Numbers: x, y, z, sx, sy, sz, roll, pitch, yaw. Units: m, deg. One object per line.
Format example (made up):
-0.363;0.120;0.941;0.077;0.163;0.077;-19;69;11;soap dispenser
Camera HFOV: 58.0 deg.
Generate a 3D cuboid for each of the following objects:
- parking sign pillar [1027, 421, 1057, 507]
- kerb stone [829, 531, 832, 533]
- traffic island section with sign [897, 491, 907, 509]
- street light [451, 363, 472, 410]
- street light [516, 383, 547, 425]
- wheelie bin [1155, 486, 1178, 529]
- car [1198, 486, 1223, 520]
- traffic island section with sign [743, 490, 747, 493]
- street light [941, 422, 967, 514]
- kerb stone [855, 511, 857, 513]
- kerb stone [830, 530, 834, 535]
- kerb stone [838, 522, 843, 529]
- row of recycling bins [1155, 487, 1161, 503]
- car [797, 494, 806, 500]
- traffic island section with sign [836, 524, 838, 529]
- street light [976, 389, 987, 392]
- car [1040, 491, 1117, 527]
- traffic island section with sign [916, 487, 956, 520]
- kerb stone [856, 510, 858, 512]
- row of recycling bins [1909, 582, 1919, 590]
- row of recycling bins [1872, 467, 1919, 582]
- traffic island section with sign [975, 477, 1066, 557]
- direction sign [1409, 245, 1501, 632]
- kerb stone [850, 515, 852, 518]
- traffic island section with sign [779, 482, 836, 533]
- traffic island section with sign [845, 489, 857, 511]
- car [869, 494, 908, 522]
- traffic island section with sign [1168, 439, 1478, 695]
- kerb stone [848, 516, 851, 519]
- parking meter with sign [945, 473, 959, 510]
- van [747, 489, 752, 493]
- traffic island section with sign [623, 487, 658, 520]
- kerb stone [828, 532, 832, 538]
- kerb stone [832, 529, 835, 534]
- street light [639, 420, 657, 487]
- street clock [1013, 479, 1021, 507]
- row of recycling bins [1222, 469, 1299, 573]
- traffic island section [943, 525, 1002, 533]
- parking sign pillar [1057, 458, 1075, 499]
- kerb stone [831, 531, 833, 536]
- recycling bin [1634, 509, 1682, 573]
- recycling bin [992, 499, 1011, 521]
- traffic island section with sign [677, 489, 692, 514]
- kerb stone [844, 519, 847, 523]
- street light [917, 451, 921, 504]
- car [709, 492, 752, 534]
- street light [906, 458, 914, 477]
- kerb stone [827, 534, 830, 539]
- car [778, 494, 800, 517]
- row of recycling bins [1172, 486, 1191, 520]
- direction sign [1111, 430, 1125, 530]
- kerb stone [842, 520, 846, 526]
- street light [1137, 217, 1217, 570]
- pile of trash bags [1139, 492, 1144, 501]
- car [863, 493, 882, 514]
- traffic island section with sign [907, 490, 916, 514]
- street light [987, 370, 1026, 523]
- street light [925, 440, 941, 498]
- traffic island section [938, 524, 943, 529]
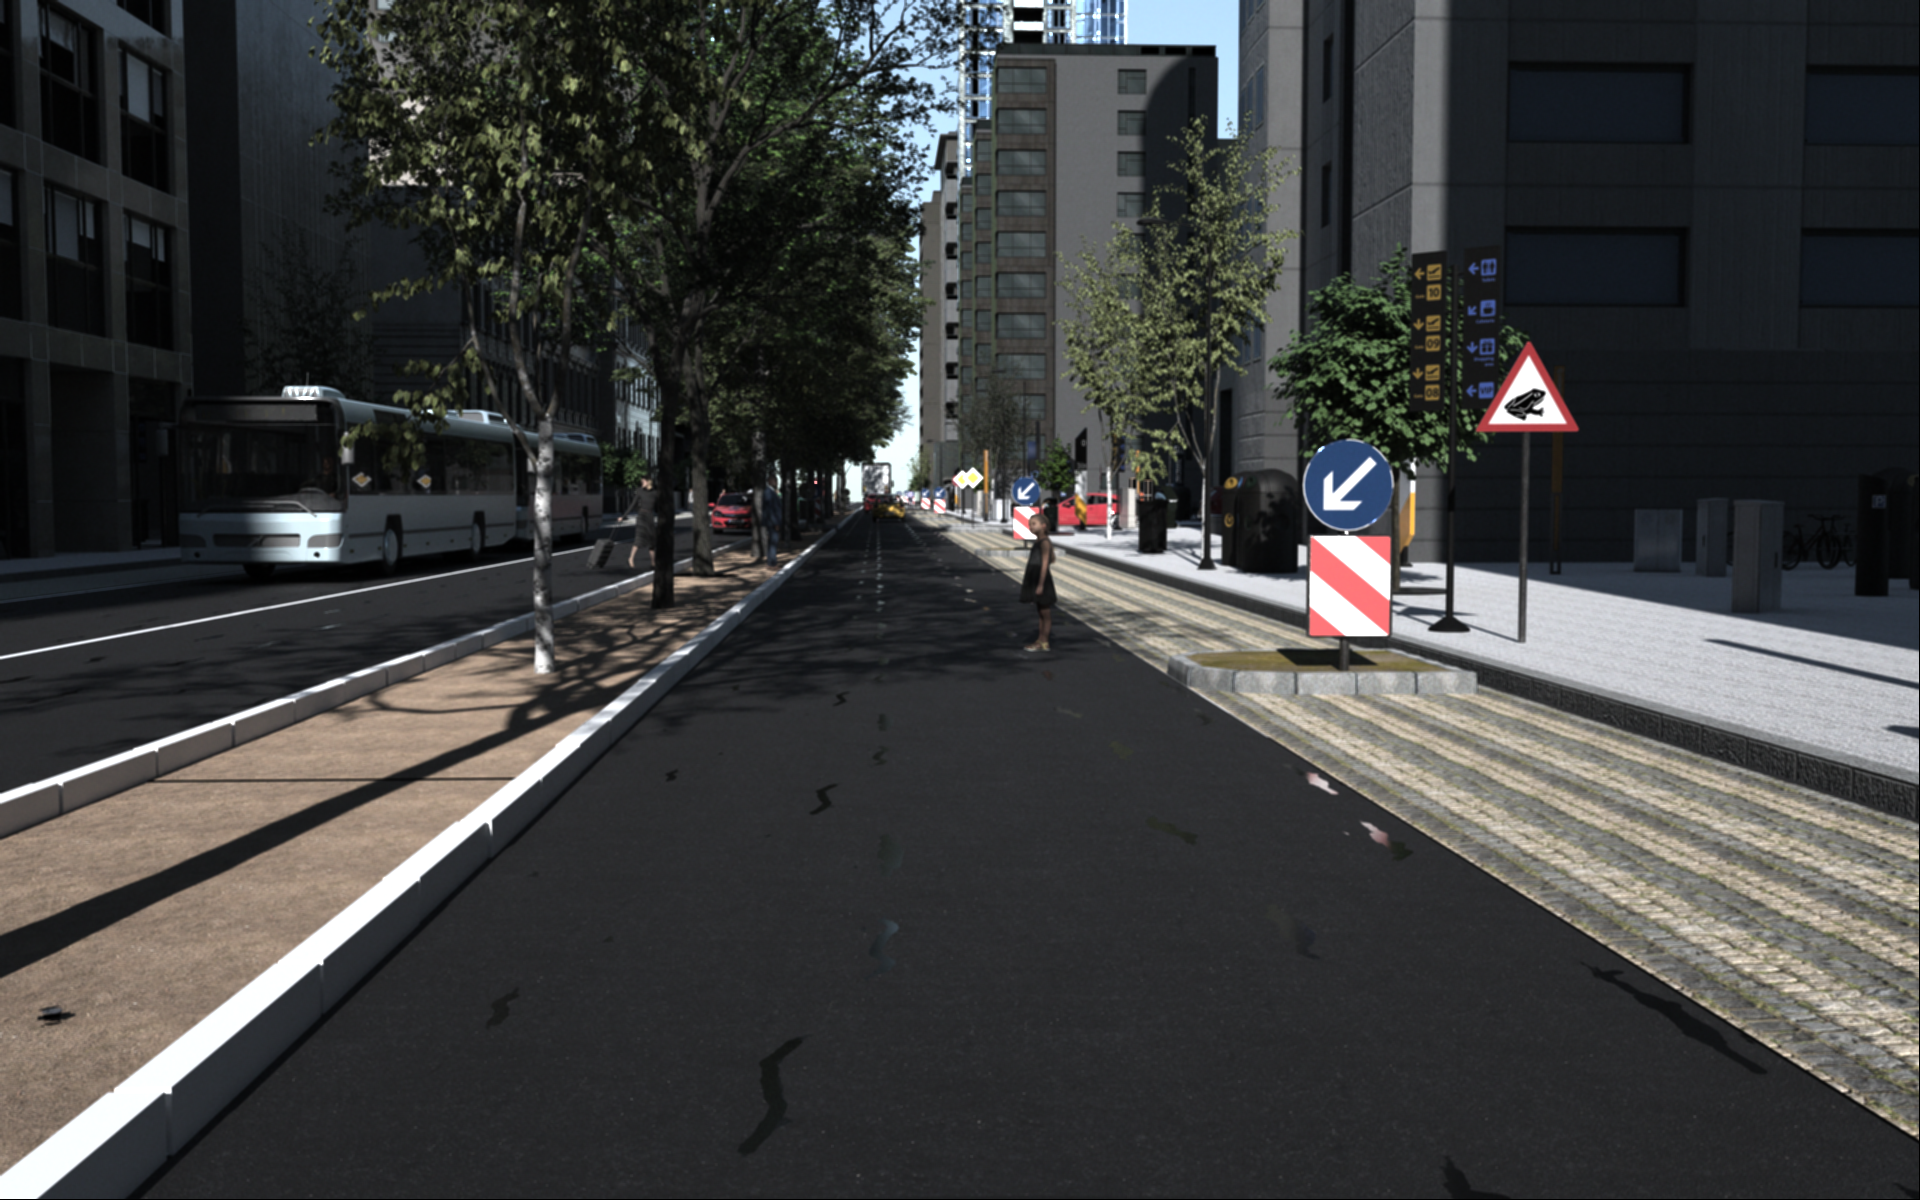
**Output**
2.721;-4.581;63.365;1.447;3.967;1.447;0;4;1;parking sign pillar
-4.240;-2.034;55.459;0.120;0.150;1.000;0;4;-3;kerb stone
-4.953;-9.990;171.970;1.989;1.847;2.006;0;4;-3;traffic island section with sign
-17.245;-5.397;60.778;1.470;5.913;1.316;0;4;-3;street light
-17.897;-6.096;72.214;1.470;5.913;1.316;0;4;-3;street light
7.666;-3.466;64.585;0.693;1.594;0.980;3;5;44;wheelie bin
12.091;-3.663;68.570;5.304;1.827;2.281;0;4;-3;car
-21.152;-9.954;171.380;1.989;1.847;2.006;0;4;-3;traffic island section with sign
-0.297;-8.555;112.413;1.470;5.913;1.316;0;4;-3;street light
-7.159;-5.760;116.378;0.120;0.150;1.000;0;4;-3;kerb stone
-4.339;-2.159;57.508;0.120;0.150;1.000;0;4;-3;kerb stone
-5.045;-3.067;72.354;0.120;0.150;1.000;0;4;-3;kerb stone
12.320;-5.919;103.892;1.069;1.692;3.534;0;4;-5;row of recycling bins
-18.998;-11.748;203.882;2.131;1.459;4.920;0;4;-3;car
-6.104;-3.922;72.268;2.006;1.907;1.989;0;4;-3;traffic island section with sign
1.406;-6.372;76.723;1.470;5.913;1.316;0;4;-3;street light
4.731;-3.642;68.579;4.494;1.783;2.155;0;4;-2;car
-1.253;-5.283;95.006;1.989;1.847;2.006;0;4;-3;traffic island section with sign
-7.352;-6.011;120.482;0.120;0.150;1.000;0;4;-3;kerb stone
14.515;-0.958;22.769;3.534;1.692;1.069;1;4;16;row of recycling bins
15.645;-1.175;26.320;3.534;1.692;1.069;1;4;11;row of recycling bins
1.363;-1.933;40.236;1.989;1.847;2.006;0;4;-3;traffic island section with sign
4.586;-1.476;16.131;0.876;3.537;0.379;3;5;42;direction sign
-6.132;-4.443;94.872;0.120;0.150;1.000;0;4;-3;kerb stone
-5.760;-3.470;64.869;2.006;1.907;1.989;0;4;-3;traffic island section with sign
-9.709;-8.513;147.320;2.006;1.907;1.989;0;4;-3;traffic island section with sign
-3.708;-4.876;89.942;2.015;1.641;3.980;0;4;-3;car
2.653;-0.282;13.234;1.989;1.847;2.006;0;4;-3;traffic island section with sign
-5.940;-4.195;90.783;0.120;0.150;1.000;0;4;-3;kerb stone
-0.925;-8.915;142.017;1.738;3.016;0.543;0;4;-3;parking meter with sign
-16.597;-8.170;140.582;2.013;2.044;4.112;0;4;-1;van
-17.490;-5.270;94.799;1.989;1.847;2.006;0;4;-3;traffic island section with sign
-4.190;-1.972;54.438;0.120;0.150;1.000;0;4;-3;kerb stone
-4.382;-2.222;58.529;0.120;0.150;1.000;0;4;-3;kerb stone
-19.606;-8.347;109.014;1.470;5.913;1.316;0;4;-3;street light
2.761;-4.734;81.976;0.358;2.002;0.471;-3;5;-41;street clock
5.153;-1.379;29.660;1.069;1.692;3.534;0;4;1;row of recycling bins
0.506;-2.608;64.929;2.009;0.180;2.903;0;4;-3;traffic island section
5.789;-6.595;96.306;1.447;3.967;1.447;1;4;21;parking sign pillar
-4.292;-2.097;56.487;0.120;0.150;1.000;0;4;-3;kerb stone
11.556;-0.986;28.683;0.722;1.027;0.722;1;4;22;recycling bin
1.954;-4.255;82.118;0.722;1.027;0.722;-1;4;-21;recycling bin
-18.785;-6.917;121.723;1.989;1.847;2.006;0;4;-3;traffic island section with sign
-5.393;-3.506;79.513;0.120;0.150;1.000;0;4;-3;kerb stone
-3.972;-13.181;188.044;1.470;5.913;1.316;0;4;-3;street light
-8.025;-3.292;62.870;2.155;1.783;4.494;0;4;-5;car
-6.250;-16.060;235.123;1.470;5.913;1.316;0;4;-3;street light
-4.093;-1.844;52.381;0.120;0.150;1.000;0;4;-3;kerb stone
-10.990;-6.148;109.322;1.959;1.807;4.718;0;4;-4;car
10.842;-4.809;85.733;1.069;1.692;3.534;0;4;4;row of recycling bins
5.606;-4.250;61.486;0.379;3.537;0.876;3;4;36;direction sign
-5.299;-3.372;77.472;0.120;0.150;1.000;0;4;-3;kerb stone
3.664;-3.471;29.284;1.470;5.913;1.316;0;4;-3;street light
8.823;-5.252;95.622;3.447;1.369;1.912;3;5;44;pile of trash bags
-5.980;-7.101;125.142;2.155;1.783;4.494;0;4;-1;car
-2.551;-6.930;121.930;1.989;1.847;2.006;0;4;-3;traffic island section with sign
1.873;-5.647;64.867;1.470;5.913;1.316;0;4;-3;street light
-2.265;-10.989;152.205;1.470;5.913;1.316;0;4;-3;street light
0.124;-3.096;72.905;2.009;0.180;2.903;0;4;-3;traffic island section
